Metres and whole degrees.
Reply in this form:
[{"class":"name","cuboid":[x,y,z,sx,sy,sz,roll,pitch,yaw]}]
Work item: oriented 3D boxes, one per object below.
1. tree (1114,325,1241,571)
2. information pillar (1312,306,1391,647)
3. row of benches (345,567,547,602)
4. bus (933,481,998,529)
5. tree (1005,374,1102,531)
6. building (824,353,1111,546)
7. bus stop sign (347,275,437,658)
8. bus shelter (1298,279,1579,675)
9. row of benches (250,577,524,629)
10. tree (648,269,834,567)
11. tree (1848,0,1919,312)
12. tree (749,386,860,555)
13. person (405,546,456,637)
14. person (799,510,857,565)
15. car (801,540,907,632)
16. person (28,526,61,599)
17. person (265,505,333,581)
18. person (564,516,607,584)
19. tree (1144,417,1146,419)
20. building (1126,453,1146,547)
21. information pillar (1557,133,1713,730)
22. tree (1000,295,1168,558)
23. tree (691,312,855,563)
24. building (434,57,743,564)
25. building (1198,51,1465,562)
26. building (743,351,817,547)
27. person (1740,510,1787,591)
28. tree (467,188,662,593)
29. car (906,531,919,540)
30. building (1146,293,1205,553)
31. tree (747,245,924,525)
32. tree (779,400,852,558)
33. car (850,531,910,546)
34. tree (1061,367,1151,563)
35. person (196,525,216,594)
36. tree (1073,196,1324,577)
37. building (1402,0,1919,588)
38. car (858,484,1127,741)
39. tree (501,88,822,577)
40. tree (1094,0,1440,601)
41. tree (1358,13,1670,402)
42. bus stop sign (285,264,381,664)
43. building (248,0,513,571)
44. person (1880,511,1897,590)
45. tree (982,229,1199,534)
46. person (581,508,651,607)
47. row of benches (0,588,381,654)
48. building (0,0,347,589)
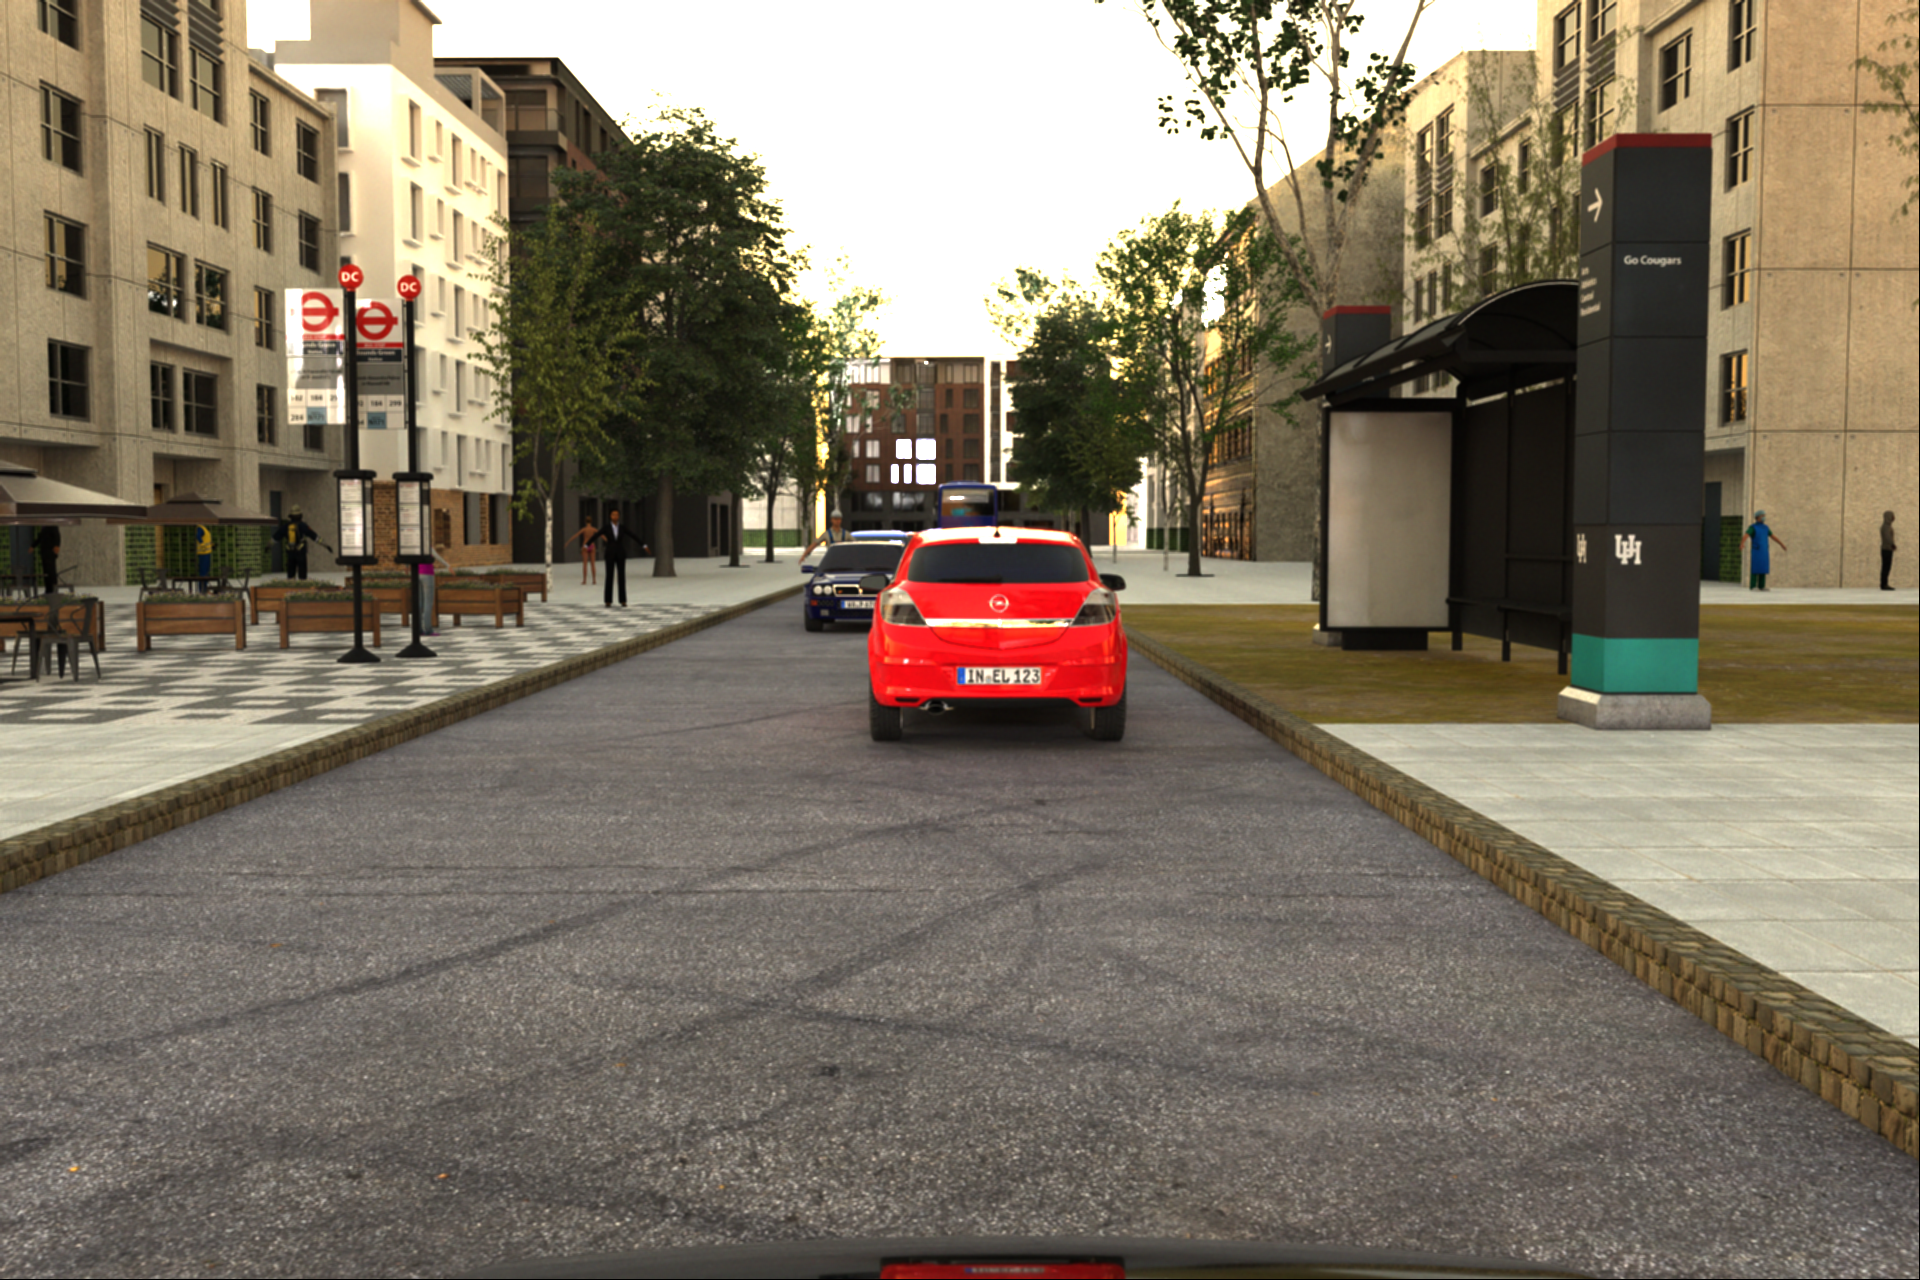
[{"class":"tree","cuboid":[7.018,-6.748,60.687,4.360,8.622,3.978,0,3,0]},{"class":"information pillar","cuboid":[4.556,-1.874,20.014,0.750,3.857,0.750,0,4,-2]},{"class":"row of benches","cuboid":[-9.220,-0.956,31.086,1.422,0.672,4.104,3,4,36]},{"class":"bus","cuboid":[0.223,-5.364,79.247,2.896,3.916,12.251,0,4,-1]},{"class":"tree","cuboid":[7.006,-12.264,118.648,7.486,12.596,7.792,0,3,0]},{"class":"building","cuboid":[1.268,-22.110,207.933,32.646,21.610,27.936,0,4,3]},{"class":"bus stop sign","cuboid":[-5.894,-1.789,17.959,0.855,3.939,0.416,0,4,1]},{"class":"bus shelter","cuboid":[4.769,-1.383,16.543,2.014,3.302,5.546,0,3,0]},{"class":"row of benches","cuboid":[-8.124,-0.539,24.269,4.104,0.672,1.422,1,4,15]},{"class":"tree","cuboid":[-8.642,-8.658,67.319,9.928,11.665,9.643,0,3,0]},{"class":"tree","cuboid":[10.721,-4.113,17.617,4.360,8.622,3.978,0,3,0]},{"class":"tree","cuboid":[-9.438,-10.355,103.710,7.601,10.594,8.767,0,4,2]},{"class":"person","cuboid":[-6.674,-0.764,21.752,0.991,1.433,0.599,3,4,37]},{"class":"person","cuboid":[-2.110,-1.306,29.660,1.347,1.847,0.705,-1,4,-15]},{"class":"car","cuboid":[-1.423,-0.861,26.665,1.945,1.354,3.894,0,3,0]},{"class":"person","cuboid":[-17.950,-1.702,34.058,1.346,1.802,0.704,3,5,42]},{"class":"person","cuboid":[-13.286,-1.770,34.722,1.354,1.856,0.705,0,4,0]},{"class":"person","cuboid":[-9.507,-2.291,44.260,1.217,1.733,0.721,-2,4,-27]},{"class":"tree","cuboid":[25.026,-21.313,204.359,12.611,20.169,13.585,0,3,0]},{"class":"building","cuboid":[21.667,-13.702,166.173,9.099,9.664,28.070,0,3,0]},{"class":"information pillar","cuboid":[4.537,-1.358,11.582,0.750,3.857,0.750,0,4,0]},{"class":"tree","cuboid":[6.691,-11.335,91.977,9.857,13.997,8.962,0,3,0]},{"class":"tree","cuboid":[-8.417,-9.301,77.822,9.928,11.665,9.643,0,3,0]},{"class":"building","cuboid":[-27.545,-15.104,90.920,27.936,21.610,32.646,0,4,1]},{"class":"building","cuboid":[22.863,-15.741,88.294,19.493,23.208,18.063,0,4,0]},{"class":"building","cuboid":[-24.474,-19.297,181.960,16.747,18.905,31.486,0,4,-1]},{"class":"person","cuboid":[17.975,-2.004,38.887,1.347,1.817,0.704,-1,4,-22]},{"class":"tree","cuboid":[-8.916,-5.360,37.990,4.737,8.622,4.395,0,3,0]},{"class":"car","cuboid":[-1.292,-2.689,53.013,2.155,1.783,4.494,0,4,0]},{"class":"building","cuboid":[24.369,-16.334,133.512,16.747,18.905,31.486,0,4,0]},{"class":"tree","cuboid":[-8.887,-15.915,116.107,12.611,20.169,13.585,0,3,0]},{"class":"tree","cuboid":[-8.084,-8.750,93.428,4.737,8.622,4.395,0,3,0]},{"class":"car","cuboid":[-1.576,-1.438,33.107,1.945,1.707,3.694,0,4,0]},{"class":"tree","cuboid":[6.646,-7.648,75.410,4.737,8.622,4.395,0,3,0]},{"class":"person","cuboid":[-15.789,-1.828,36.359,0.721,1.772,1.216,-1,4,-13]},{"class":"tree","cuboid":[7.216,-7.743,52.353,9.928,11.665,9.643,0,3,0]},{"class":"building","cuboid":[26.947,-11.619,56.435,16.747,18.905,31.486,0,4,-1]},{"class":"car","cuboid":[0.258,-0.272,13.486,2.155,1.783,4.494,0,3,0]},{"class":"tree","cuboid":[-8.849,-8.866,51.619,9.857,13.997,8.962,0,3,0]},{"class":"tree","cuboid":[5.784,-10.866,33.544,12.611,20.169,13.585,0,3,0]},{"class":"tree","cuboid":[8.381,-4.530,24.431,4.360,8.622,3.978,0,3,0]},{"class":"bus stop sign","cuboid":[-6.243,-1.745,17.233,0.855,3.939,0.416,0,4,-1]},{"class":"building","cuboid":[-24.152,-12.508,60.920,16.016,20.090,11.380,0,4,1]},{"class":"person","cuboid":[21.283,-2.053,39.694,0.705,1.813,1.348,2,4,24]},{"class":"tree","cuboid":[8.280,-15.349,106.839,12.611,20.169,13.585,0,3,0]},{"class":"person","cuboid":[-6.072,-1.457,30.550,1.216,1.740,0.721,-1,4,-19]},{"class":"row of benches","cuboid":[-8.390,-0.225,19.140,4.104,0.672,1.422,-1,4,-19]},{"class":"building","cuboid":[-28.899,-10.736,41.990,16.747,18.905,31.486,0,4,0]}]
